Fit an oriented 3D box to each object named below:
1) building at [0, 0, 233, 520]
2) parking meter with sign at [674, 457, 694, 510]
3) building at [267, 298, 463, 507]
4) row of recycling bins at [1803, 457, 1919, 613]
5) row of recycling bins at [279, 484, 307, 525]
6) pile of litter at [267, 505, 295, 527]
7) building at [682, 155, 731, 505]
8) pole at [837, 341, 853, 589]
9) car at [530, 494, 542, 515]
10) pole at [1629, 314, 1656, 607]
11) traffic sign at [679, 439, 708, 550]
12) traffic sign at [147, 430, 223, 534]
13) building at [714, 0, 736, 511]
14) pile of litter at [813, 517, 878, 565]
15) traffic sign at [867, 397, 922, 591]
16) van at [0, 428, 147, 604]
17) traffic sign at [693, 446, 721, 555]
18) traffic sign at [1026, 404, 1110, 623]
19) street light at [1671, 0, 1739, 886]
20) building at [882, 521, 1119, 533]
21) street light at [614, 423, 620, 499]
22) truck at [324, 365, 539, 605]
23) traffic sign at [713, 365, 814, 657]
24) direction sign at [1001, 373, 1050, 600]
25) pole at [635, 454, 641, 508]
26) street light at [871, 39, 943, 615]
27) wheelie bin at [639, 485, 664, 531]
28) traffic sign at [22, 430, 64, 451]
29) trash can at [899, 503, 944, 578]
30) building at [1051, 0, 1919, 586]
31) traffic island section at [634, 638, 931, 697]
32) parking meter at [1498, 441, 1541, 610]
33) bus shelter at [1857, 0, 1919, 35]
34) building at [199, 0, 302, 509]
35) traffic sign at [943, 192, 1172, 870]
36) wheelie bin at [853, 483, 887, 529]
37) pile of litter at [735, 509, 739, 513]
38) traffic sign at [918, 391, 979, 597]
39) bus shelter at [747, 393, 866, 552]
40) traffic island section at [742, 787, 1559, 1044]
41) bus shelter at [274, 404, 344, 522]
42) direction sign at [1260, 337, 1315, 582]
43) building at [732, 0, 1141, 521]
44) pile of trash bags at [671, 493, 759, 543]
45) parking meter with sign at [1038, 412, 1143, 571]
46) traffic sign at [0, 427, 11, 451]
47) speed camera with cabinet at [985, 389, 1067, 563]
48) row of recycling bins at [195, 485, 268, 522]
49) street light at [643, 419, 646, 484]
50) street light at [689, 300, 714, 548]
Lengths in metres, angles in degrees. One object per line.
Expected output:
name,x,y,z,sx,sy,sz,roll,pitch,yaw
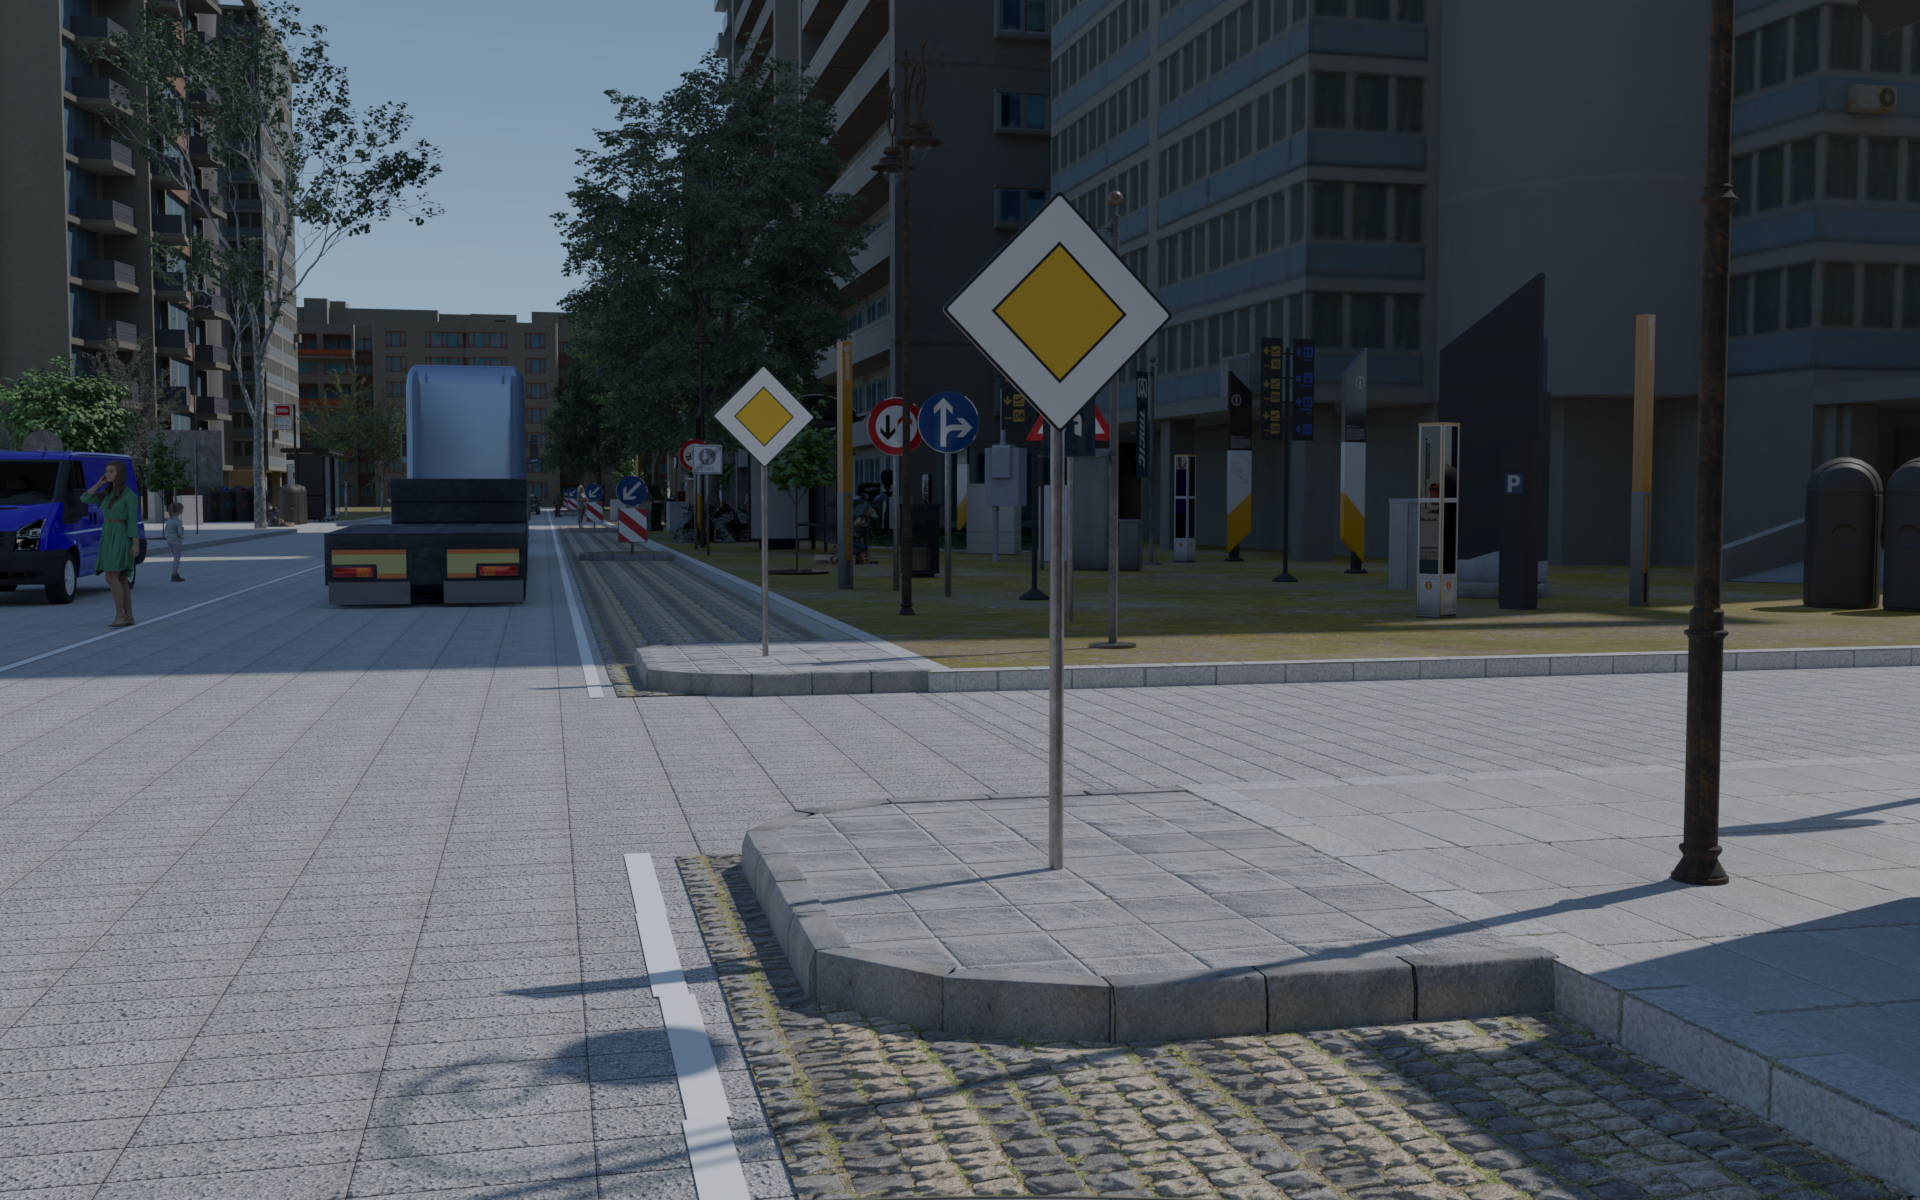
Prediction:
building,-52.969,-26.858,93.759,22.147,44.769,28.867,-1,4,-13
parking meter with sign,-12.560,-5.223,81.660,1.738,3.016,0.543,-1,4,-22
building,-66.836,-20.742,184.177,28.899,21.520,27.650,-1,4,-13
row of recycling bins,10.959,-0.707,18.677,1.069,1.692,3.534,-3,5,-44
row of recycling bins,-28.231,-4.054,73.388,1.069,1.692,3.534,-1,4,-16
pile of litter,-26.733,-3.307,68.031,1.176,0.858,1.719,-1,4,-20
building,-17.046,-23.134,149.944,14.160,30.474,14.107,-1,4,-13
pole,-1.546,-1.800,23.280,0.158,3.312,0.155,0,3,0
car,-30.420,-6.716,121.599,2.131,1.459,4.920,-1,4,-12
pole,7.782,-1.584,19.749,0.158,3.312,0.155,0,3,0
traffic sign,-6.100,-2.439,39.990,0.768,2.556,0.104,0,4,-8
traffic sign,-24.632,-3.744,55.083,2.265,3.308,0.079,0,4,-7
building,-6.299,-31.160,129.080,23.786,49.044,30.456,-1,4,-13
pile of litter,-2.123,-1.097,31.898,1.176,0.858,1.719,-1,4,-13
traffic sign,-0.844,-1.394,22.896,0.768,2.556,0.104,0,4,-8
van,-12.917,-1.204,24.063,2.240,2.365,5.245,-1,4,-13
traffic sign,-5.256,-2.076,36.080,0.606,2.300,0.079,-1,4,-9
traffic sign,1.096,-1.055,17.247,0.884,2.594,0.081,0,4,-5
street light,2.459,-2.006,5.578,0.468,5.910,1.993,-1,4,-13
building,5.841,-27.096,66.721,21.300,48.544,21.600,-1,4,-13
street light,-17.146,-6.972,86.780,0.468,5.910,1.993,-1,4,-13
truck,-8.949,-2.505,30.708,2.967,4.110,18.799,-1,4,-14
traffic sign,-1.541,-0.611,13.633,0.795,2.450,0.064,-1,4,-13
direction sign,0.905,-1.771,20.957,0.876,3.537,0.379,2,4,25
pole,-11.612,-4.203,62.566,0.158,3.312,0.155,0,3,0
street light,-0.566,-2.779,18.225,0.468,5.910,1.993,-1,4,-13
wheelie bin,-10.706,-3.179,59.878,0.693,1.594,0.980,2,4,30
traffic sign,-18.284,-2.107,34.553,0.768,2.556,0.104,-1,4,-12
trash can,-0.618,-0.920,26.693,0.748,1.137,0.748,0,3,0
building,16.048,-21.276,39.742,23.993,40.220,32.217,-1,4,-13
traffic island section,-1.520,0.524,13.715,2.009,0.180,2.903,-1,4,-13
parking meter,6.217,-0.830,19.287,0.255,1.863,0.399,-3,4,-38
bus shelter,4.489,-0.564,3.153,2.014,3.302,5.546,-1,4,-13
building,-62.608,-26.728,128.885,23.993,40.220,32.217,-1,4,-13
traffic sign,0.326,-0.136,5.868,0.795,2.450,0.064,-1,4,-13
wheelie bin,-2.496,-2.491,48.638,0.980,1.594,0.693,-1,4,-20
pile of litter,-7.040,-2.432,53.723,1.176,0.858,1.719,-1,4,-16
traffic sign,-0.148,-1.311,21.544,0.768,2.556,0.104,0,4,-6
bus shelter,-3.515,-2.663,37.469,2.014,3.302,5.546,-1,4,-14
traffic island section,0.347,0.999,5.951,2.009,0.180,2.903,-1,4,-13
bus shelter,-30.134,-6.269,80.125,2.179,5.291,8.768,-1,4,-14
direction sign,4.761,-2.034,25.250,0.876,3.537,0.379,-1,4,-20
building,-1.761,-29.343,103.466,21.300,48.544,21.600,-1,4,-13
pile of trash bags,-6.228,-2.259,46.681,1.912,1.369,3.447,1,4,22
parking meter with sign,2.185,-2.001,28.978,1.738,3.016,0.543,1,4,15
traffic sign,-17.357,-1.886,30.945,0.768,2.556,0.104,-1,4,-11
speed camera with cabinet,1.521,-2.337,32.548,2.038,3.252,0.660,1,4,19
row of recycling bins,-33.664,-4.455,79.952,1.069,1.692,3.534,2,4,32
street light,-11.680,-5.582,64.058,0.468,5.910,1.993,-1,4,-13
street light,-6.147,-4.190,41.289,0.468,5.910,1.993,-1,4,-13
